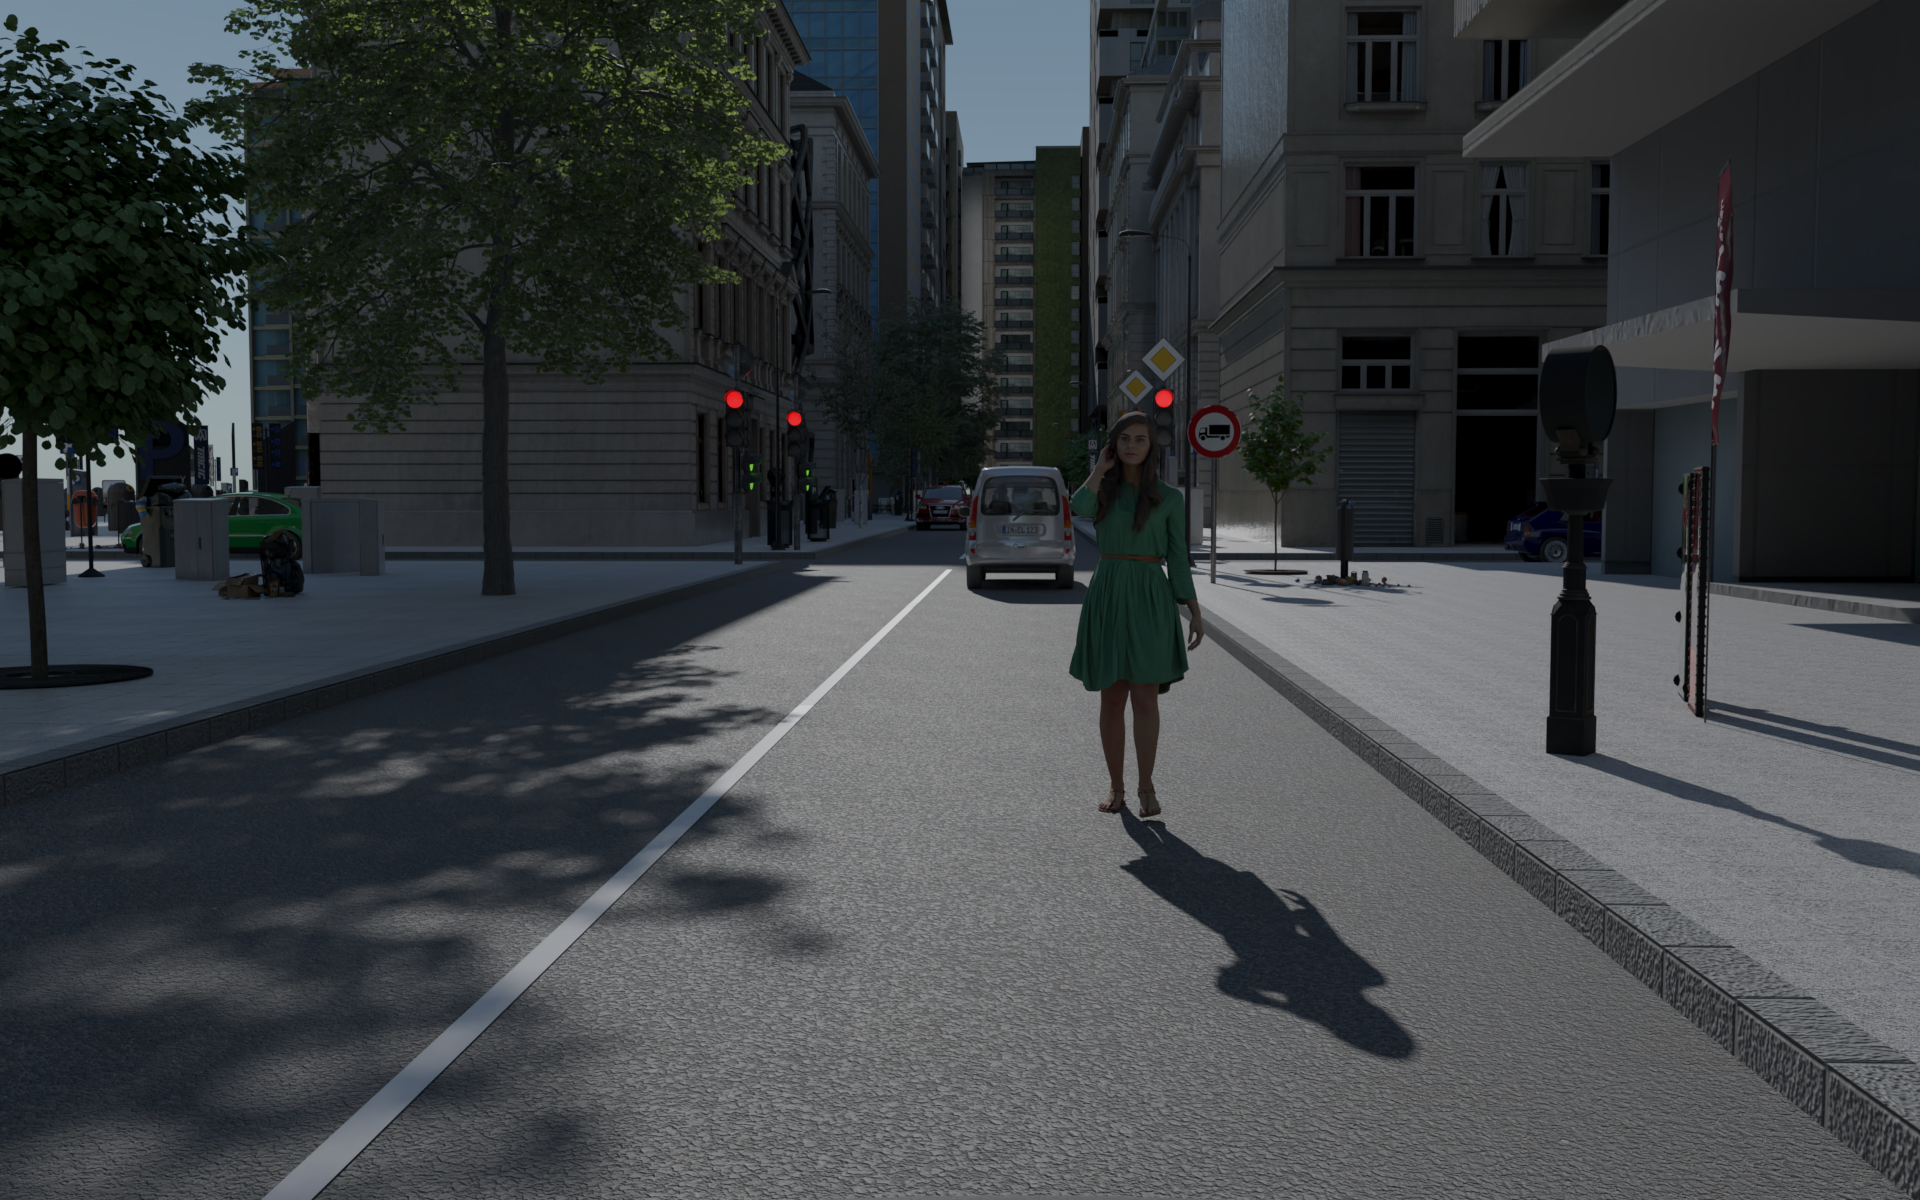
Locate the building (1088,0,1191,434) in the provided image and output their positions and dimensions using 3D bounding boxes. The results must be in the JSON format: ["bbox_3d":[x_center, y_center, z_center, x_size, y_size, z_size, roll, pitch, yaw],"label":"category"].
[{"bbox_3d":[25.212,-34.449,152.480,28.713,52.752,27.495,0,4,2],"label":"building"}]

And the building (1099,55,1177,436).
[{"bbox_3d":[14.805,-18.571,100.900,12.463,27.353,25.104,0,4,2],"label":"building"}]

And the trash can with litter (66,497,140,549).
[{"bbox_3d":[-20.060,-1.825,40.897,2.233,1.210,1.678,-3,5,-41],"label":"trash can with litter"}]

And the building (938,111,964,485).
[{"bbox_3d":[-10.443,-35.875,210.263,21.600,48.544,21.300,0,4,2],"label":"building"}]

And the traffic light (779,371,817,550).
[{"bbox_3d":[-3.707,-3.092,39.473,0.839,4.253,0.868,0,4,2],"label":"traffic light"}]

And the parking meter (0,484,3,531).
[{"bbox_3d":[-33.211,-3.329,60.134,0.255,1.863,0.399,-1,4,-13],"label":"parking meter"}]

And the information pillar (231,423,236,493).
[{"bbox_3d":[-23.738,-3.993,56.645,0.183,3.616,0.504,-1,4,-20],"label":"information pillar"}]

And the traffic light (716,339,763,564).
[{"bbox_3d":[-4.026,-2.604,31.494,0.839,4.253,0.868,0,4,2],"label":"traffic light"}]

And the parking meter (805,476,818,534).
[{"bbox_3d":[-4.779,-3.059,55.723,0.255,1.863,0.399,3,4,36],"label":"parking meter"}]

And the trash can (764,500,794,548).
[{"bbox_3d":[-4.292,-1.810,41.249,0.748,1.137,0.748,0,3,0],"label":"trash can"}]

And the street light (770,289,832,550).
[{"bbox_3d":[-3.606,-4.087,39.360,1.470,5.913,1.316,0,4,2],"label":"street light"}]

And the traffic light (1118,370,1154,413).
[{"bbox_3d":[3.949,-3.074,39.184,0.839,4.253,0.868,0,4,2],"label":"traffic light"}]

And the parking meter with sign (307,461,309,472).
[{"bbox_3d":[-34.177,-5.823,91.471,0.543,3.016,1.738,-1,4,-19],"label":"parking meter with sign"}]

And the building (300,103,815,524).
[{"bbox_3d":[-14.434,-12.328,69.007,16.820,18.784,16.811,0,4,2],"label":"building"}]

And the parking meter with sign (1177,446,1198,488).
[{"bbox_3d":[6.444,-3.374,51.420,1.738,3.016,0.543,-3,5,-42],"label":"parking meter with sign"}]

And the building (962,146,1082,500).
[{"bbox_3d":[7.253,-31.979,206.456,14.086,41.232,14.154,0,4,2],"label":"building"}]

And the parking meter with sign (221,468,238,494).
[{"bbox_3d":[-48.547,-7.243,114.686,1.738,3.016,0.543,2,4,32],"label":"parking meter with sign"}]

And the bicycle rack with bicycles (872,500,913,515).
[{"bbox_3d":[-4.367,-5.776,107.818,2.925,0.926,2.852,-1,4,-16],"label":"bicycle rack with bicycles"}]

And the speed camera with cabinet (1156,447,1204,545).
[{"bbox_3d":[5.355,-2.988,43.185,0.660,3.252,2.038,3,4,36],"label":"speed camera with cabinet"}]

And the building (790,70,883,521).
[{"bbox_3d":[-10.475,-16.133,92.651,11.050,23.489,19.941,0,4,2],"label":"building"}]

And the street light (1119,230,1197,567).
[{"bbox_3d":[3.495,-3.551,30.607,1.470,5.913,1.316,0,4,2],"label":"street light"}]

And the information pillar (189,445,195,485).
[{"bbox_3d":[-36.565,-5.587,82.698,0.504,3.616,0.183,1,4,13],"label":"information pillar"}]

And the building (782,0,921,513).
[{"bbox_3d":[-10.110,-28.830,121.484,14.600,45.320,14.200,0,4,2],"label":"building"}]

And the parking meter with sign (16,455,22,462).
[{"bbox_3d":[-41.430,-4.914,76.609,0.543,3.016,1.738,-2,4,-28],"label":"parking meter with sign"}]

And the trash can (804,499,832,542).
[{"bbox_3d":[-3.821,-2.145,46.724,0.748,1.137,0.748,0,3,0],"label":"trash can"}]

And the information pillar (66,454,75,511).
[{"bbox_3d":[-41.740,-5.504,81.349,0.183,3.616,0.504,1,4,15],"label":"information pillar"}]

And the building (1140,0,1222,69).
[{"bbox_3d":[26.270,-26.619,127.105,32.217,40.220,23.993,0,4,2],"label":"building"}]

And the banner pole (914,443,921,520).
[{"bbox_3d":[-2.069,-5.863,85.876,0.401,3.779,0.863,1,4,16],"label":"banner pole"}]

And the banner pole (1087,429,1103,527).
[{"bbox_3d":[5.247,-4.699,66.841,0.863,3.779,0.401,-2,4,-31],"label":"banner pole"}]

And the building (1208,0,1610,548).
[{"bbox_3d":[22.244,-13.114,47.690,30.059,22.955,16.112,0,4,2],"label":"building"}]

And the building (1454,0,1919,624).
[{"bbox_3d":[20.885,-25.954,13.590,28.713,52.752,27.495,0,4,2],"label":"building"}]

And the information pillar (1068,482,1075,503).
[{"bbox_3d":[6.902,-6.279,107.160,0.304,2.012,0.304,3,4,36],"label":"information pillar"}]

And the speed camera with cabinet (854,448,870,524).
[{"bbox_3d":[-4.212,-4.887,74.246,0.660,3.252,2.038,0,4,-1],"label":"speed camera with cabinet"}]

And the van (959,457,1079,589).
[{"bbox_3d":[0.965,-1.261,27.630,2.013,2.044,4.112,0,4,2],"label":"van"}]

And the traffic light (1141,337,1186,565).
[{"bbox_3d":[3.630,-2.586,31.205,0.839,4.253,0.868,0,4,2],"label":"traffic light"}]

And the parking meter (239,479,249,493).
[{"bbox_3d":[-28.308,-3.840,68.493,0.255,1.863,0.399,0,4,-1],"label":"parking meter"}]

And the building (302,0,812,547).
[{"bbox_3d":[-10.783,-11.388,50.822,10.561,19.102,19.286,0,4,2],"label":"building"}]

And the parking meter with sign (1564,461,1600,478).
[{"bbox_3d":[14.194,-2.649,39.568,1.738,3.016,0.543,2,4,31],"label":"parking meter with sign"}]

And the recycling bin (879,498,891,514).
[{"bbox_3d":[-4.948,-6.224,114.323,0.722,1.027,0.722,0,4,8],"label":"recycling bin"}]

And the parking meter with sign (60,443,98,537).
[{"bbox_3d":[-26.727,-3.448,52.633,0.543,3.016,1.738,-1,4,-9],"label":"parking meter with sign"}]

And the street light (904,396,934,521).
[{"bbox_3d":[-1.937,-6.690,81.929,1.470,5.913,1.316,0,4,2],"label":"street light"}]

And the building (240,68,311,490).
[{"bbox_3d":[-57.186,-32.073,179.019,28.867,44.769,22.147,0,4,2],"label":"building"}]

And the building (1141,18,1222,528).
[{"bbox_3d":[15.353,-14.341,76.271,13.314,21.916,24.055,0,4,2],"label":"building"}]

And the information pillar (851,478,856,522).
[{"bbox_3d":[-4.855,-4.661,80.694,0.304,2.012,0.304,2,4,24],"label":"information pillar"}]

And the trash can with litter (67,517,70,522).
[{"bbox_3d":[-38.304,-3.909,75.299,0.624,1.170,1.055,1,4,20],"label":"trash can with litter"}]

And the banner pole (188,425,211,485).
[{"bbox_3d":[-24.319,-3.985,55.168,0.863,3.779,0.401,-3,5,-41],"label":"banner pole"}]

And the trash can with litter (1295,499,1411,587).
[{"bbox_3d":[5.694,-0.850,24.957,1.678,1.210,2.233,1,4,18],"label":"trash can with litter"}]

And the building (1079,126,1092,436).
[{"bbox_3d":[21.401,-34.011,206.190,14.200,45.320,14.600,0,4,2],"label":"building"}]

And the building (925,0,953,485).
[{"bbox_3d":[-15.021,-35.800,174.571,27.495,52.752,28.713,0,4,2],"label":"building"}]

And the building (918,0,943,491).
[{"bbox_3d":[-13.352,-32.069,143.943,23.786,49.044,30.456,0,4,2],"label":"building"}]

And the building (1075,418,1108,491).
[{"bbox_3d":[21.964,-45.127,176.074,20.563,71.187,20.611,0,4,2],"label":"building"}]

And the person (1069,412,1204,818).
[{"bbox_3d":[0.775,0.062,7.736,0.600,1.795,0.529,0,3,0],"label":"person"}]
